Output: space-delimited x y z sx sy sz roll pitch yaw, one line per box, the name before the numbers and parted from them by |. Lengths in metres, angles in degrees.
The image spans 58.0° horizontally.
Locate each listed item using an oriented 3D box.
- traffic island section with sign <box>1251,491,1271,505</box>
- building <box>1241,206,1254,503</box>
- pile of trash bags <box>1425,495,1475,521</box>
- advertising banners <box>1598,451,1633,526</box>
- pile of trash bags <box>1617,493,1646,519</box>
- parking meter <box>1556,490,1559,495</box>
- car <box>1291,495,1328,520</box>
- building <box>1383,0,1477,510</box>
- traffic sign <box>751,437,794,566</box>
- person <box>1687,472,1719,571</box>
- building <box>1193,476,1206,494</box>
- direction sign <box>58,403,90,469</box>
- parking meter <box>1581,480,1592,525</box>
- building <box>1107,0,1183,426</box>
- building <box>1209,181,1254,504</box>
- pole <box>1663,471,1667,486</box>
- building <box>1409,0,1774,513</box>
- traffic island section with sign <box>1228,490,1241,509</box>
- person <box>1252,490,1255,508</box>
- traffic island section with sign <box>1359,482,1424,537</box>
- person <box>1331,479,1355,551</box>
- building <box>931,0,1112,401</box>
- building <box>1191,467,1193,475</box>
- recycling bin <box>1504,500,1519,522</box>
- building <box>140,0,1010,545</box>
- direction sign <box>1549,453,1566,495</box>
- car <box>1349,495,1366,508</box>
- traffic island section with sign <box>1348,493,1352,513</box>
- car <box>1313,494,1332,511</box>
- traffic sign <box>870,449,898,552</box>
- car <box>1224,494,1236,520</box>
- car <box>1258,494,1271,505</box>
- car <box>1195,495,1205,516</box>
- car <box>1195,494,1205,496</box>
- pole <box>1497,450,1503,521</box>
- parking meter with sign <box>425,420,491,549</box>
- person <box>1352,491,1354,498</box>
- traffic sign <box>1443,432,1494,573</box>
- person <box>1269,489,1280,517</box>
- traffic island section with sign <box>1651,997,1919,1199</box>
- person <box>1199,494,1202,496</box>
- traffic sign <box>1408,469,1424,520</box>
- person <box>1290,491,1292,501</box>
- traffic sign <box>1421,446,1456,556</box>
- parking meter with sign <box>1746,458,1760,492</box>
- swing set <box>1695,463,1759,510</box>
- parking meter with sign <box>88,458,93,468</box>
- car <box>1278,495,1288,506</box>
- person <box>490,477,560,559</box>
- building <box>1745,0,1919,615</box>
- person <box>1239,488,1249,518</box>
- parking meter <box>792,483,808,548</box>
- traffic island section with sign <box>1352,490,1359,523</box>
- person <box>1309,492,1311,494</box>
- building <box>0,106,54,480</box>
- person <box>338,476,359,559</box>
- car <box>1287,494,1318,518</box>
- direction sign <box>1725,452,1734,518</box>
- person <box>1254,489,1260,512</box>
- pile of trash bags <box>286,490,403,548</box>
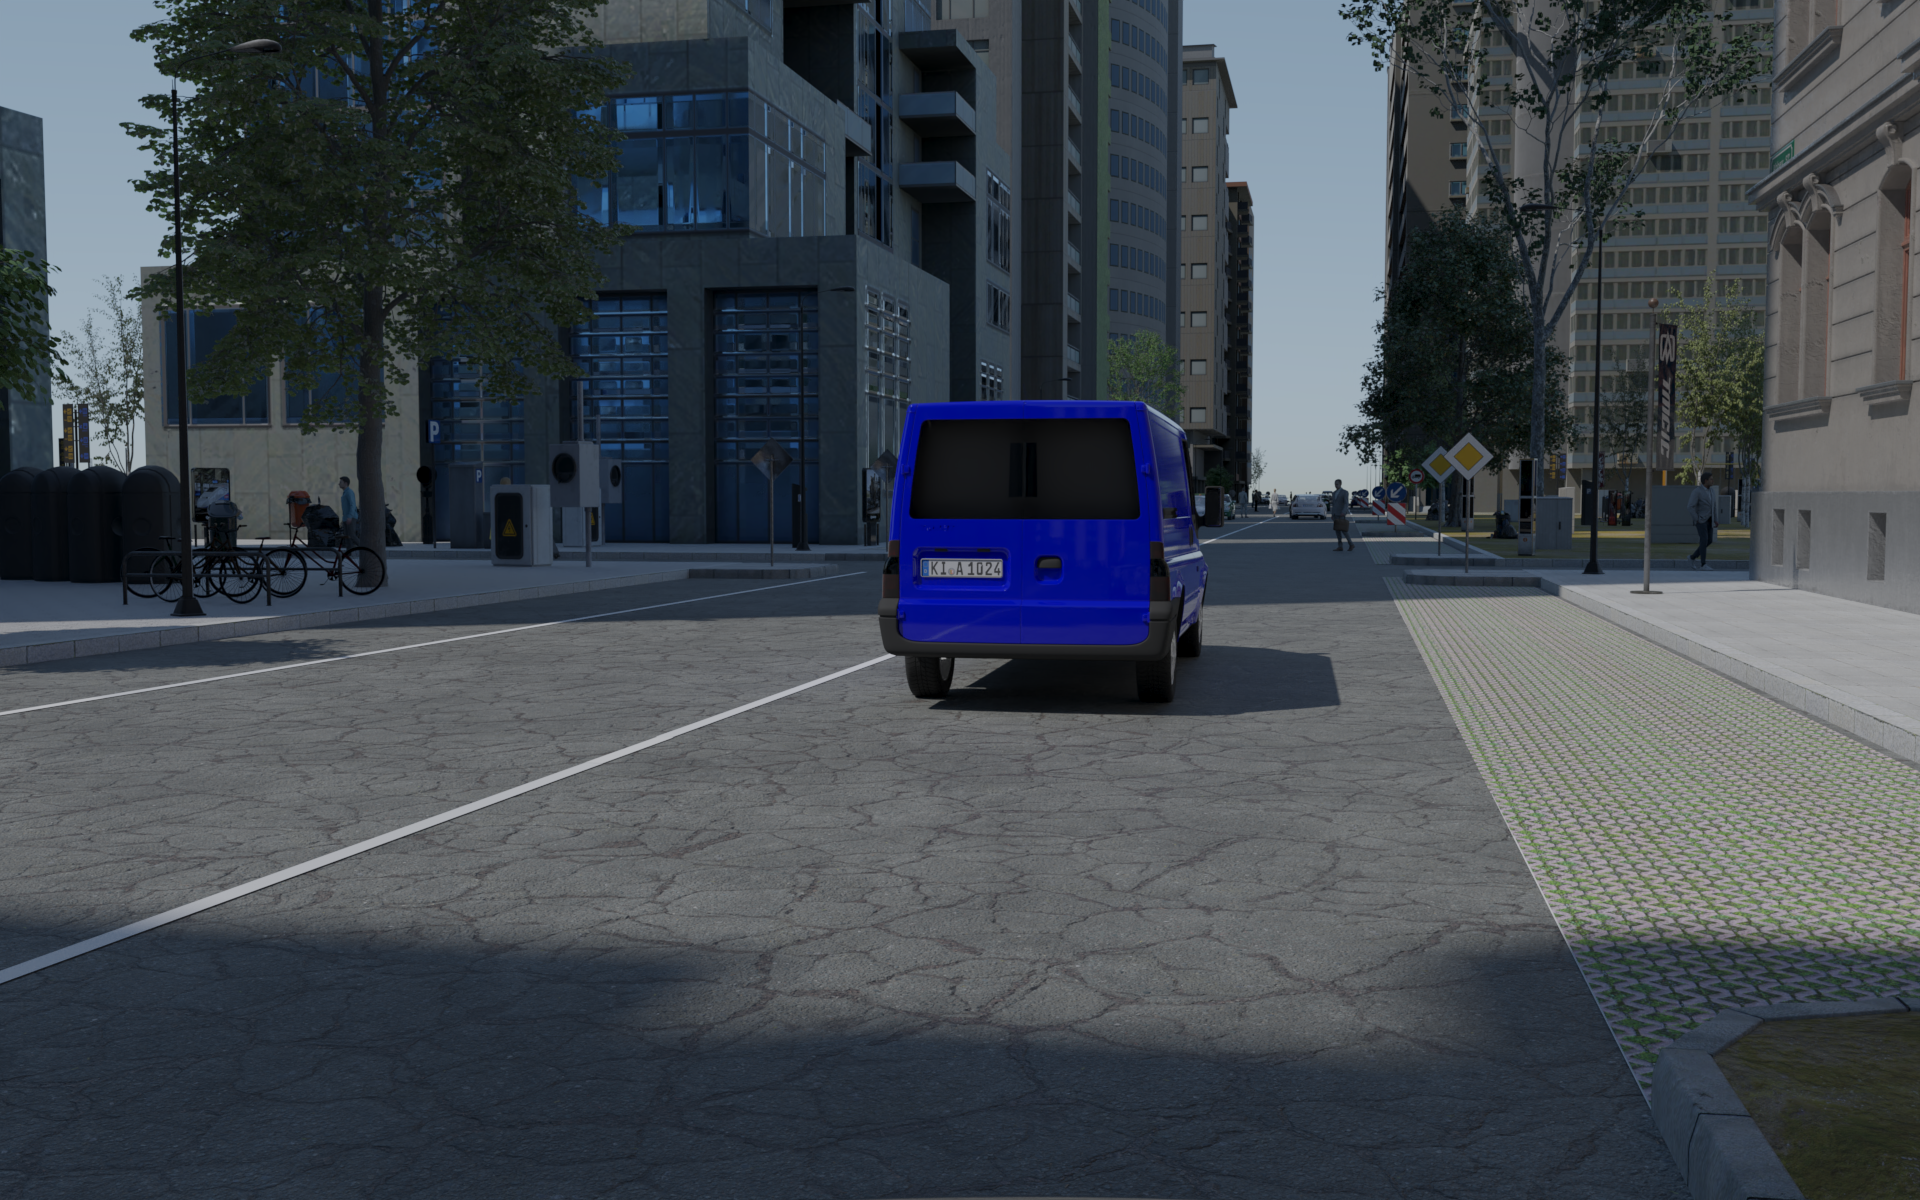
traffic island section with sign | 37.541 -12.738 216.892 1.989 1.847 2.006 1 4 12
building | 36.403 -37.221 258.677 14.600 45.320 14.200 1 4 12
pile of trash bags | 24.219 -4.574 84.545 1.912 1.369 3.447 3 5 41
advertising banners | 26.413 -4.514 69.985 0.090 3.025 2.074 -1 4 -23
pile of trash bags | 35.445 -4.968 90.977 3.447 1.369 1.912 -2 4 -31
parking meter | 34.204 -5.533 98.877 0.372 1.533 0.369 0 3 0
car | 19.808 -5.252 98.229 2.083 1.381 4.827 1 4 14
building | 52.796 -33.331 168.658 21.300 48.544 21.600 1 4 12
traffic sign | -3.330 -1.652 30.655 0.795 2.450 0.064 1 4 12
person | 13.927 -1.482 32.577 0.661 1.843 0.795 -2 4 -23
building | 8.386 -29.542 174.900 32.217 40.220 23.993 1 4 12
direction sign | -22.133 -3.146 43.439 0.876 3.537 0.379 1 4 23
parking meter | 25.750 -4.001 71.128 0.399 1.863 0.255 -1 4 -15
building | 4.551 -35.807 127.448 21.231 58.520 28.212 1 4 12
building | 28.662 -35.704 238.384 22.147 44.769 28.867 1 4 12
pole | 39.437 -6.306 96.951 0.158 3.312 0.155 0 3 0
building | 48.934 -26.334 122.448 32.217 40.220 23.993 1 4 12
traffic island section with sign | 25.519 -9.391 162.174 1.989 1.847 2.006 1 4 12
person | 30.396 -10.452 179.472 0.705 1.814 1.350 0 4 0
traffic island section with sign | 14.541 -3.036 58.262 1.989 1.847 2.006 1 4 12
person | 9.560 -2.140 43.602 0.853 1.813 0.709 -2 4 -35
building | -0.150 -24.775 88.669 14.154 41.232 14.086 1 4 12
building | 9.841 -43.584 150.848 20.563 71.187 20.611 1 4 12
recycling bin | 25.319 -4.081 79.275 0.722 1.027 0.722 2 4 27
building | -10.152 -45.602 58.265 22.319 86.520 31.000 1 4 12
direction sign | 33.231 -6.382 96.349 0.876 3.537 0.379 2 4 29
car | 41.052 -10.127 178.154 1.945 1.354 3.894 1 4 12
traffic island section with sign | 31.136 -7.654 133.778 1.989 1.847 2.006 1 4 12
car | 30.212 -8.186 145.635 2.131 1.459 4.920 1 4 12
traffic sign | -1.617 -2.129 38.454 0.795 2.450 0.064 1 4 12
car | 14.395 -5.202 96.854 2.131 1.459 4.920 1 4 13
car | 38.766 -12.954 221.586 2.009 1.686 4.222 1 4 13
car | 10.670 -4.083 79.121 2.083 1.381 4.827 1 4 14
car | 17.162 -6.996 123.188 1.959 1.807 4.718 1 4 10
pole | 22.637 -4.818 72.616 0.158 3.312 0.155 0 3 0
parking meter with sign | -11.604 -2.717 40.682 1.738 3.016 0.543 1 4 12
person | 50.388 -13.039 221.779 0.705 1.812 1.348 2 4 24
traffic sign | 8.235 -1.496 28.103 0.795 2.450 0.064 1 4 12
person | 19.618 -6.074 108.165 0.694 1.780 0.624 3 5 40
traffic island section with sign | 2.478 0.324 3.324 1.989 1.847 2.006 1 4 12
person | 16.233 -6.468 117.467 0.599 1.433 0.991 2 4 33
traffic sign | 22.859 -5.302 86.797 0.768 2.556 0.104 1 4 15
person | 45.706 -14.109 239.275 0.705 1.812 1.348 1 4 16
traffic sign | 9.948 -1.973 35.903 0.795 2.450 0.064 1 4 12
parking meter with sign | 39.207 -5.415 84.800 1.738 3.016 0.543 -2 4 -26
swing set | 39.068 -5.559 88.515 3.119 2.851 2.862 2 4 30
parking meter with sign | -41.610 -5.410 84.720 1.738 3.016 0.543 -1 4 -14
car | 39.622 -12.349 214.262 2.083 1.381 4.827 1 4 12
person | -9.658 -1.802 38.176 1.509 1.804 0.699 1 4 18
building | 15.534 -13.796 12.961 14.401 28.519 23.554 1 4 12
person | 17.178 -5.893 104.953 0.635 1.810 0.391 2 4 34
parking meter | -3.814 -2.007 41.230 0.372 1.533 0.369 0 3 0
traffic island section with sign | 20.357 -4.655 84.743 1.989 1.847 2.006 1 4 12
person | 42.594 -12.294 210.223 0.721 1.743 1.217 -1 4 -22
building | -33.222 -43.255 19.892 31.000 86.520 22.319 1 4 12
person | -13.315 -1.800 37.943 0.620 1.820 0.660 -2 4 -35
car | 20.711 -5.780 104.294 2.009 1.686 4.222 1 4 11
direction sign | 41.300 -6.179 93.024 0.876 3.537 0.379 -3 5 -41
person | 24.156 -8.105 141.028 0.705 1.823 1.348 0 4 -8
pile of trash bags | -15.323 -2.000 42.458 3.447 1.369 1.912 2 4 32
